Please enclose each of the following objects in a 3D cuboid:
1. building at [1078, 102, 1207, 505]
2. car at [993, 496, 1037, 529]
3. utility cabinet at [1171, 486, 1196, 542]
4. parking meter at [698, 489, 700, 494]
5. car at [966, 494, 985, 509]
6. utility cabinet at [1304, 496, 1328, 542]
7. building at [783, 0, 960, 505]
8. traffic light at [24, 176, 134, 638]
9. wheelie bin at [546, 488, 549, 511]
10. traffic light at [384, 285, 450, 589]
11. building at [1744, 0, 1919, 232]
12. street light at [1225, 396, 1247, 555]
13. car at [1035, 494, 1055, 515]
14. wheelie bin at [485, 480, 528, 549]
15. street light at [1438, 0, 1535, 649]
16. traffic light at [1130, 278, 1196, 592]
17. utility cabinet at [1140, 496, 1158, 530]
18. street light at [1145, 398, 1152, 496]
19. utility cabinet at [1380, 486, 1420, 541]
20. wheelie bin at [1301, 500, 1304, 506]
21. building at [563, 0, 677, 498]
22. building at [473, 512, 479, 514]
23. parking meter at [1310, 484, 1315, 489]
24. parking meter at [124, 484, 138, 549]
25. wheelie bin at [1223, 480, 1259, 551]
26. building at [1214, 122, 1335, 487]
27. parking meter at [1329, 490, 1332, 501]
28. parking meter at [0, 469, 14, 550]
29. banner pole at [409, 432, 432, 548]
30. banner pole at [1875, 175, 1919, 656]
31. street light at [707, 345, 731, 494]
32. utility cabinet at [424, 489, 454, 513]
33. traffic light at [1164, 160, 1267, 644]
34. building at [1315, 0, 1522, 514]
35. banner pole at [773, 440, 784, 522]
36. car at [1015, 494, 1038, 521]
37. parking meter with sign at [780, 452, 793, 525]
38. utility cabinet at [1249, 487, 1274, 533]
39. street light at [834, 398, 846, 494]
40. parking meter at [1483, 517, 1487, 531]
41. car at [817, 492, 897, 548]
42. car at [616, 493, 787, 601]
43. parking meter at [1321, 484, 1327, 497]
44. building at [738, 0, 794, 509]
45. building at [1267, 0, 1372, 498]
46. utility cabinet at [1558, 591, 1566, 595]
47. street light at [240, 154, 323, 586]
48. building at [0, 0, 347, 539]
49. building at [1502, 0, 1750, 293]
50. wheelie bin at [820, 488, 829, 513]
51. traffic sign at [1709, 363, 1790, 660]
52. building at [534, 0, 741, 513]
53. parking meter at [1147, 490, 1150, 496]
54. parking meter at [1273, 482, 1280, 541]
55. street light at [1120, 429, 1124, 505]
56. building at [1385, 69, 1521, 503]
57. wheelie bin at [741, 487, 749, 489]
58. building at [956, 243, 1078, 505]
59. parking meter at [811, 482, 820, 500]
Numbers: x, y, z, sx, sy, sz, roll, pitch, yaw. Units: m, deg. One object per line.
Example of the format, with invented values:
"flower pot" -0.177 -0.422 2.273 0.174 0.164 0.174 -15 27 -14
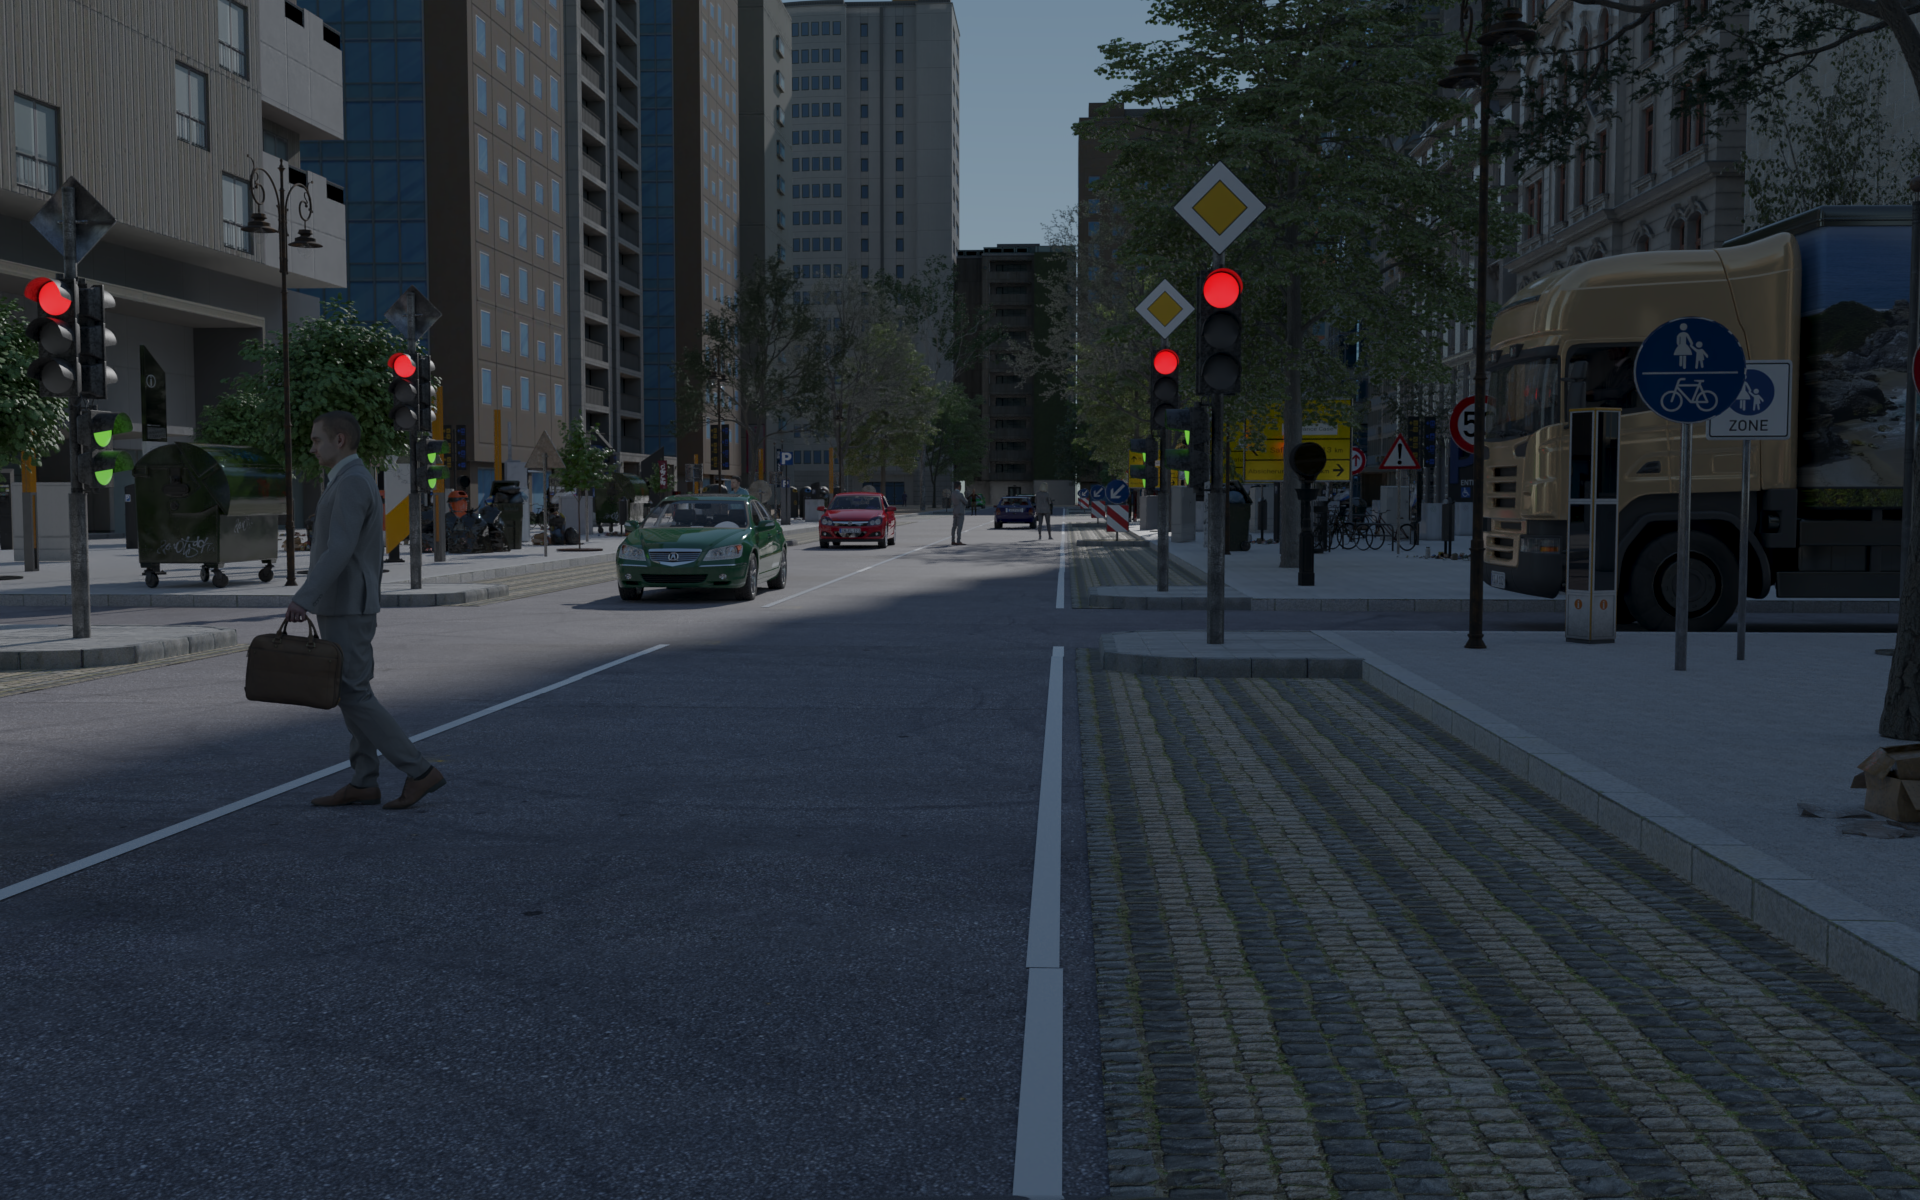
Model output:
"building" 20.797 -33.708 201.233 14.200 45.320 14.600 0 4 3
"car" 2.350 -3.677 72.704 1.945 1.354 3.894 0 4 4
"utility cabinet" 5.978 -2.295 46.205 0.318 1.500 1.173 2 4 26
"parking meter" -14.142 -5.182 93.141 0.372 1.533 0.369 0 3 0
"car" 1.513 -9.782 168.734 1.959 1.807 4.718 0 4 3
"utility cabinet" 9.700 -2.203 47.175 0.306 1.237 1.020 -1 4 -10
"building" -14.244 -40.636 206.398 28.212 58.520 21.231 0 4 3
"traffic light" -7.820 -1.616 15.336 0.839 4.253 0.868 0 4 3
"wheelie bin" -19.279 -4.537 82.083 0.693 1.594 0.980 2 4 26
"traffic light" -7.338 -2.103 23.307 0.839 4.253 0.868 0 4 3
"building" 28.642 -11.306 39.604 16.860 20.320 10.420 0 4 3
"street light" 5.648 -3.895 36.471 0.468 5.910 1.993 0 4 3
"car" 5.672 -6.859 121.934 2.009 1.686 4.222 0 4 3
"wheelie bin" -10.494 -1.976 40.220 0.980 1.594 0.693 -2 4 -34
"street light" 4.297 -2.536 14.258 0.468 5.910 1.993 0 4 3
"traffic light" 2.656 -2.067 22.721 0.839 4.253 0.868 0 4 3
"utility cabinet" 6.800 -3.136 62.443 0.306 1.237 1.020 2 4 29
"street light" 7.397 -5.759 66.943 0.468 5.910 1.993 0 4 3
"utility cabinet" 12.057 -2.369 47.416 1.173 1.500 0.318 -2 4 -29
"wheelie bin" 16.068 -4.436 80.439 0.693 1.594 0.980 1 4 17
"building" -29.316 -41.056 109.511 20.563 71.187 20.611 0 4 3
"building" -27.212 -26.312 80.315 14.600 45.320 14.200 0 4 3
"parking meter" 16.997 -4.786 83.959 0.399 1.863 0.255 2 4 28
"parking meter" -19.362 -1.968 40.593 0.372 1.533 0.369 0 3 0
"wheelie bin" 6.168 -1.899 38.956 0.693 1.594 0.980 -1 4 -11
"building" 42.524 -33.589 203.797 28.867 44.769 22.147 0 4 3
"parking meter" 20.818 -5.402 96.739 0.372 1.533 0.369 0 3 0
"parking meter" -21.952 -2.091 39.895 0.255 1.863 0.399 -1 4 -15
"banner pole" -12.607 -3.105 40.780 0.863 3.779 0.401 1 4 20
"banner pole" 7.703 -1.440 13.567 0.863 3.779 0.401 3 5 43
"street light" -7.492 -4.962 53.919 0.468 5.910 1.993 0 4 3
"utility cabinet" -21.814 -3.910 72.615 1.173 1.500 0.318 0 4 2
"traffic light" 2.174 -1.580 14.750 0.839 4.253 0.868 0 4 3
"building" 40.475 -25.814 113.939 32.217 40.220 23.993 0 4 3
"banner pole" -8.842 -5.741 83.876 0.401 3.779 0.863 2 4 27
"car" 3.599 -5.129 93.638 2.009 1.686 4.222 0 4 5
"parking meter with sign" -7.261 -4.645 72.206 0.543 3.016 1.738 0 4 -8
"utility cabinet" 10.064 -2.949 56.887 1.173 1.500 0.318 -2 4 -28
"street light" -5.785 -6.772 83.505 0.468 5.910 1.993 0 4 3
"parking meter" 12.359 -2.133 40.581 0.255 1.863 0.399 -2 4 -30
"car" -2.759 -2.326 47.065 2.155 1.783 4.494 0 4 3
"car" -3.613 -0.798 24.840 2.131 1.459 4.920 0 4 3
"parking meter" 20.478 -5.598 97.233 0.399 1.863 0.255 2 4 25
"building" -26.625 -32.229 150.648 21.600 48.544 21.300 0 4 3
"building" 38.029 -50.651 140.822 22.319 86.520 31.000 0 4 3
"utility cabinet" 7.920 -0.655 21.879 0.306 1.237 1.020 -2 4 -32
"street light" -9.349 -3.134 24.034 0.468 5.910 1.993 0 4 3
"building" -35.956 -28.242 50.995 28.713 52.752 27.495 0 4 3
"building" 28.523 -16.687 60.226 14.401 28.519 23.554 0 4 3
"wheelie bin" -7.242 -5.026 90.090 0.693 1.594 0.980 2 4 25
"traffic sign" 6.037 -0.685 13.324 0.606 2.300 0.079 1 4 9
"building" -24.403 -29.193 127.410 14.600 45.320 14.200 0 4 3
"parking meter" 9.077 -4.779 83.854 0.255 1.863 0.399 0 4 5
"parking meter" 8.652 -2.514 46.809 0.255 1.863 0.399 -1 4 -9
"street light" 9.075 -7.568 96.531 0.468 5.910 1.993 0 4 3
"building" 29.554 -14.845 84.513 13.314 21.916 24.055 0 4 3
"wheelie bin" -10.259 -4.584 82.863 0.980 1.594 0.693 -3 5 -40
"building" 6.679 -26.362 202.712 14.107 30.474 14.160 0 4 3
"parking meter" -7.069 -4.822 84.548 0.399 1.863 0.255 2 4 32
